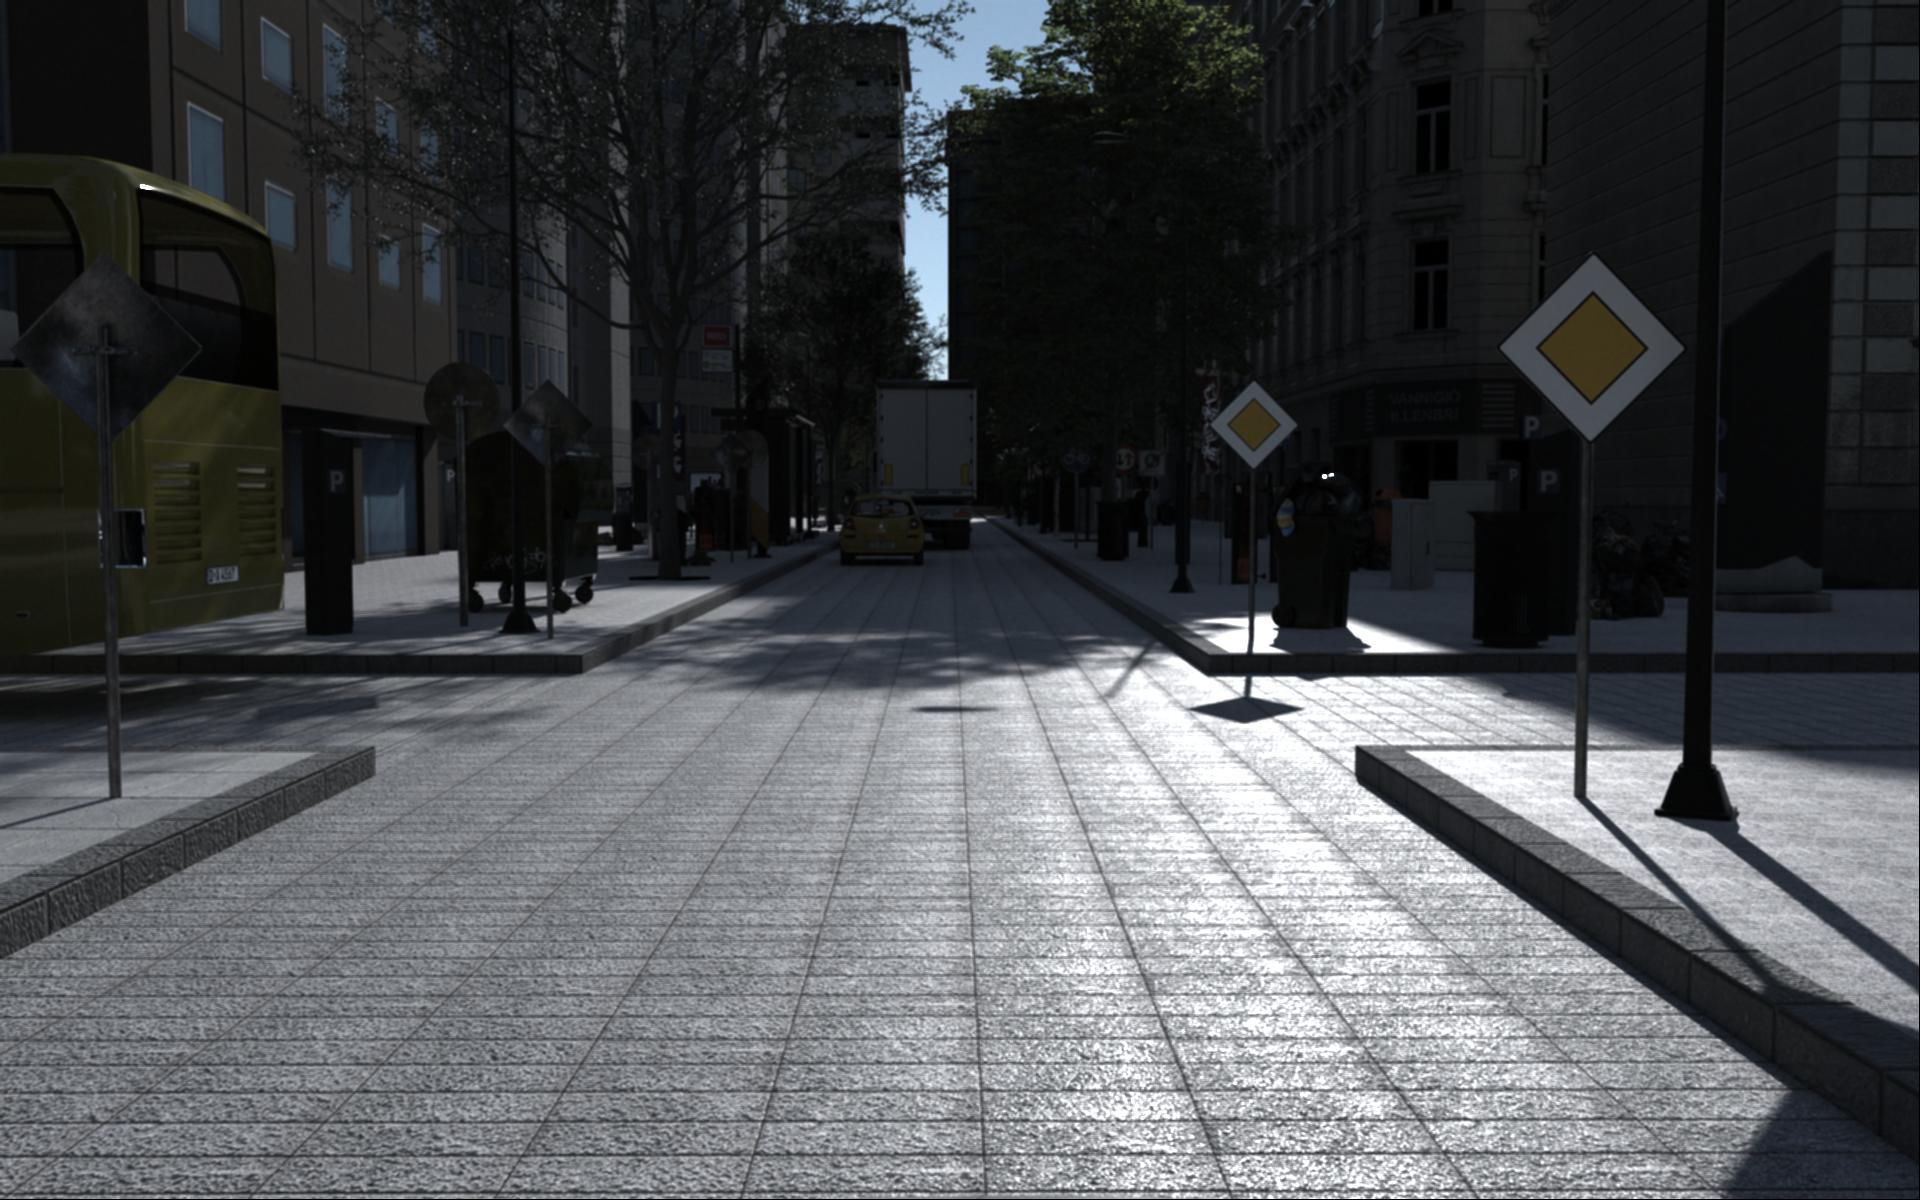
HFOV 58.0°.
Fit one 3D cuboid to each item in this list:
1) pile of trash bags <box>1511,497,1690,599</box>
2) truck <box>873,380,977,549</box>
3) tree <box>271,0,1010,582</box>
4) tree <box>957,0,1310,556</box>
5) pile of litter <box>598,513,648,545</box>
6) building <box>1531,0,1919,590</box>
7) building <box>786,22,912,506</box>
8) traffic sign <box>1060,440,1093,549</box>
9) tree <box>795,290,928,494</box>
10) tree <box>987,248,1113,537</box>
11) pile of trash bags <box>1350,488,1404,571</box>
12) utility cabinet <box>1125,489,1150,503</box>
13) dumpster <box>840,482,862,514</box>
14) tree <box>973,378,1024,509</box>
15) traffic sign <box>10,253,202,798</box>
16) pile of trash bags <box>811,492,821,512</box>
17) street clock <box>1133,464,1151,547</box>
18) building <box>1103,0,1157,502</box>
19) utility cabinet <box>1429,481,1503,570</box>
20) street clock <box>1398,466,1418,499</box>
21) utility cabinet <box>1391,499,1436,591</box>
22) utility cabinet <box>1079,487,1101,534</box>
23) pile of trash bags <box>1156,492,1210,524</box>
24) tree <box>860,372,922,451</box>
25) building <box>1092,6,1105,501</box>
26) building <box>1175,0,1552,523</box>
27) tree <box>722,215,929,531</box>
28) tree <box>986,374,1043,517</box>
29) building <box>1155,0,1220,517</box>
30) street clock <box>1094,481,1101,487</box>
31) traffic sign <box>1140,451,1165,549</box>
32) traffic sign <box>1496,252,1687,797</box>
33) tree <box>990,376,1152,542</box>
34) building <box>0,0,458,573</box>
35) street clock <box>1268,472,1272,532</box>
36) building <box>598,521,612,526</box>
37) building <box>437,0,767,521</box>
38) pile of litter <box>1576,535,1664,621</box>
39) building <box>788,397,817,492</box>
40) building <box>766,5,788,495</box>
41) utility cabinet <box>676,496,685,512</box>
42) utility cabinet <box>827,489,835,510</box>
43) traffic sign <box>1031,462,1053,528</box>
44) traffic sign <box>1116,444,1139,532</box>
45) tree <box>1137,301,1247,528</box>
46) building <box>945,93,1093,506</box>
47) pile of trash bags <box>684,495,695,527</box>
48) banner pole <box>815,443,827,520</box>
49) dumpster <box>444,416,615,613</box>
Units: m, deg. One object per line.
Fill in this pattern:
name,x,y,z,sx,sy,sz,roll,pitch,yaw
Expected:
pile of trash bags,8.869,-0.760,22.186,3.447,1.369,1.912,-1,4,-10
truck,-1.036,-3.625,48.189,2.839,4.237,11.283,0,4,-2
tree,-4.393,-7.051,25.654,12.009,13.543,11.850,0,3,0
tree,3.491,-7.194,35.752,7.486,12.596,7.792,0,3,0
pile of litter,-8.732,-1.829,43.863,1.719,0.858,1.176,-1,4,-15
building,23.645,-14.117,28.082,25.104,27.353,12.463,0,4,0
building,-17.247,-37.108,195.949,27.495,52.752,28.713,0,4,0
traffic sign,2.734,-2.480,40.659,0.768,2.556,0.104,0,4,4
tree,-4.818,-10.511,89.978,7.486,12.596,7.792,0,3,0
tree,2.872,-6.236,52.315,4.737,8.622,4.395,0,3,0
pile of trash bags,6.782,-1.183,29.091,1.912,1.369,3.447,0,4,-3
utility cabinet,8.050,-4.290,78.826,1.173,1.500,0.318,0,4,-5
dumpster,-5.236,-4.596,80.908,1.264,1.857,1.865,0,4,0
tree,3.233,-13.690,149.593,9.928,11.665,9.643,0,3,0
traffic sign,-3.567,-0.221,7.262,0.795,2.450,0.064,0,4,0
pile of trash bags,-8.182,-4.387,81.472,3.447,1.369,1.912,1,4,17
street clock,4.415,-2.275,41.765,0.358,2.002,0.471,-3,5,-45
building,21.385,-30.215,117.721,21.300,48.544,21.600,0,4,0
utility cabinet,8.419,-1.235,28.873,1.173,1.500,0.318,3,5,42
street clock,11.455,-2.432,44.341,0.471,2.002,0.358,-2,4,-32
utility cabinet,6.146,-0.752,23.459,0.306,1.237,1.020,2,4,32
utility cabinet,4.178,-2.874,55.671,0.318,1.500,1.173,-1,4,-17
pile of trash bags,9.169,-4.020,75.472,3.447,1.369,1.912,1,4,12
tree,-4.947,-12.789,134.847,9.928,11.665,9.643,0,3,0
building,21.423,-36.714,142.277,21.231,58.520,28.212,0,4,0
building,19.751,-17.857,68.372,17.030,29.872,44.131,0,4,0
tree,-4.639,-7.618,58.969,8.767,10.594,7.601,2,4,31
tree,3.597,-8.896,95.819,4.360,8.622,3.978,0,3,0
building,18.163,-25.457,99.819,14.154,41.232,14.086,0,4,0
street clock,6.769,-5.008,86.457,0.471,2.002,0.358,-2,4,-32
traffic sign,4.478,-2.343,40.430,0.606,2.300,0.079,0,4,3
traffic sign,2.627,-0.223,7.281,0.795,2.450,0.064,0,4,0
tree,3.540,-3.876,47.089,4.285,4.588,4.351,0,3,0
building,-17.658,-23.173,28.984,14.600,45.320,14.200,0,4,0
street clock,10.244,-3.246,57.635,0.358,2.002,0.471,0,4,2
building,-24.338,-31.541,57.691,21.231,58.520,28.212,0,4,0
building,-23.601,-34.357,103.739,21.231,58.520,28.212,0,4,0
pile of litter,6.653,-0.255,18.139,1.719,0.858,1.176,-1,4,-21
building,-28.563,-50.929,145.355,31.000,86.520,22.319,0,4,0
building,-20.134,-29.107,126.005,14.600,45.320,14.200,0,4,0
utility cabinet,-9.337,-2.744,56.019,1.020,1.237,0.306,3,5,42
utility cabinet,-5.491,-3.993,73.962,0.318,1.500,1.173,0,4,-2
traffic sign,2.696,-3.476,56.935,0.768,2.556,0.104,0,4,2
traffic sign,4.196,-2.704,44.318,0.768,2.556,0.104,0,4,3
tree,8.575,-6.981,64.499,4.360,8.622,3.978,0,3,0
building,11.137,-32.874,192.108,28.867,44.769,22.147,0,4,0
pile of trash bags,-11.380,-3.540,67.636,1.912,1.369,3.447,0,4,-2
banner pole,-6.715,-5.764,84.264,0.863,3.779,0.401,2,4,30
dumpster,-4.812,-1.037,19.452,1.502,2.255,1.985,0,4,0
